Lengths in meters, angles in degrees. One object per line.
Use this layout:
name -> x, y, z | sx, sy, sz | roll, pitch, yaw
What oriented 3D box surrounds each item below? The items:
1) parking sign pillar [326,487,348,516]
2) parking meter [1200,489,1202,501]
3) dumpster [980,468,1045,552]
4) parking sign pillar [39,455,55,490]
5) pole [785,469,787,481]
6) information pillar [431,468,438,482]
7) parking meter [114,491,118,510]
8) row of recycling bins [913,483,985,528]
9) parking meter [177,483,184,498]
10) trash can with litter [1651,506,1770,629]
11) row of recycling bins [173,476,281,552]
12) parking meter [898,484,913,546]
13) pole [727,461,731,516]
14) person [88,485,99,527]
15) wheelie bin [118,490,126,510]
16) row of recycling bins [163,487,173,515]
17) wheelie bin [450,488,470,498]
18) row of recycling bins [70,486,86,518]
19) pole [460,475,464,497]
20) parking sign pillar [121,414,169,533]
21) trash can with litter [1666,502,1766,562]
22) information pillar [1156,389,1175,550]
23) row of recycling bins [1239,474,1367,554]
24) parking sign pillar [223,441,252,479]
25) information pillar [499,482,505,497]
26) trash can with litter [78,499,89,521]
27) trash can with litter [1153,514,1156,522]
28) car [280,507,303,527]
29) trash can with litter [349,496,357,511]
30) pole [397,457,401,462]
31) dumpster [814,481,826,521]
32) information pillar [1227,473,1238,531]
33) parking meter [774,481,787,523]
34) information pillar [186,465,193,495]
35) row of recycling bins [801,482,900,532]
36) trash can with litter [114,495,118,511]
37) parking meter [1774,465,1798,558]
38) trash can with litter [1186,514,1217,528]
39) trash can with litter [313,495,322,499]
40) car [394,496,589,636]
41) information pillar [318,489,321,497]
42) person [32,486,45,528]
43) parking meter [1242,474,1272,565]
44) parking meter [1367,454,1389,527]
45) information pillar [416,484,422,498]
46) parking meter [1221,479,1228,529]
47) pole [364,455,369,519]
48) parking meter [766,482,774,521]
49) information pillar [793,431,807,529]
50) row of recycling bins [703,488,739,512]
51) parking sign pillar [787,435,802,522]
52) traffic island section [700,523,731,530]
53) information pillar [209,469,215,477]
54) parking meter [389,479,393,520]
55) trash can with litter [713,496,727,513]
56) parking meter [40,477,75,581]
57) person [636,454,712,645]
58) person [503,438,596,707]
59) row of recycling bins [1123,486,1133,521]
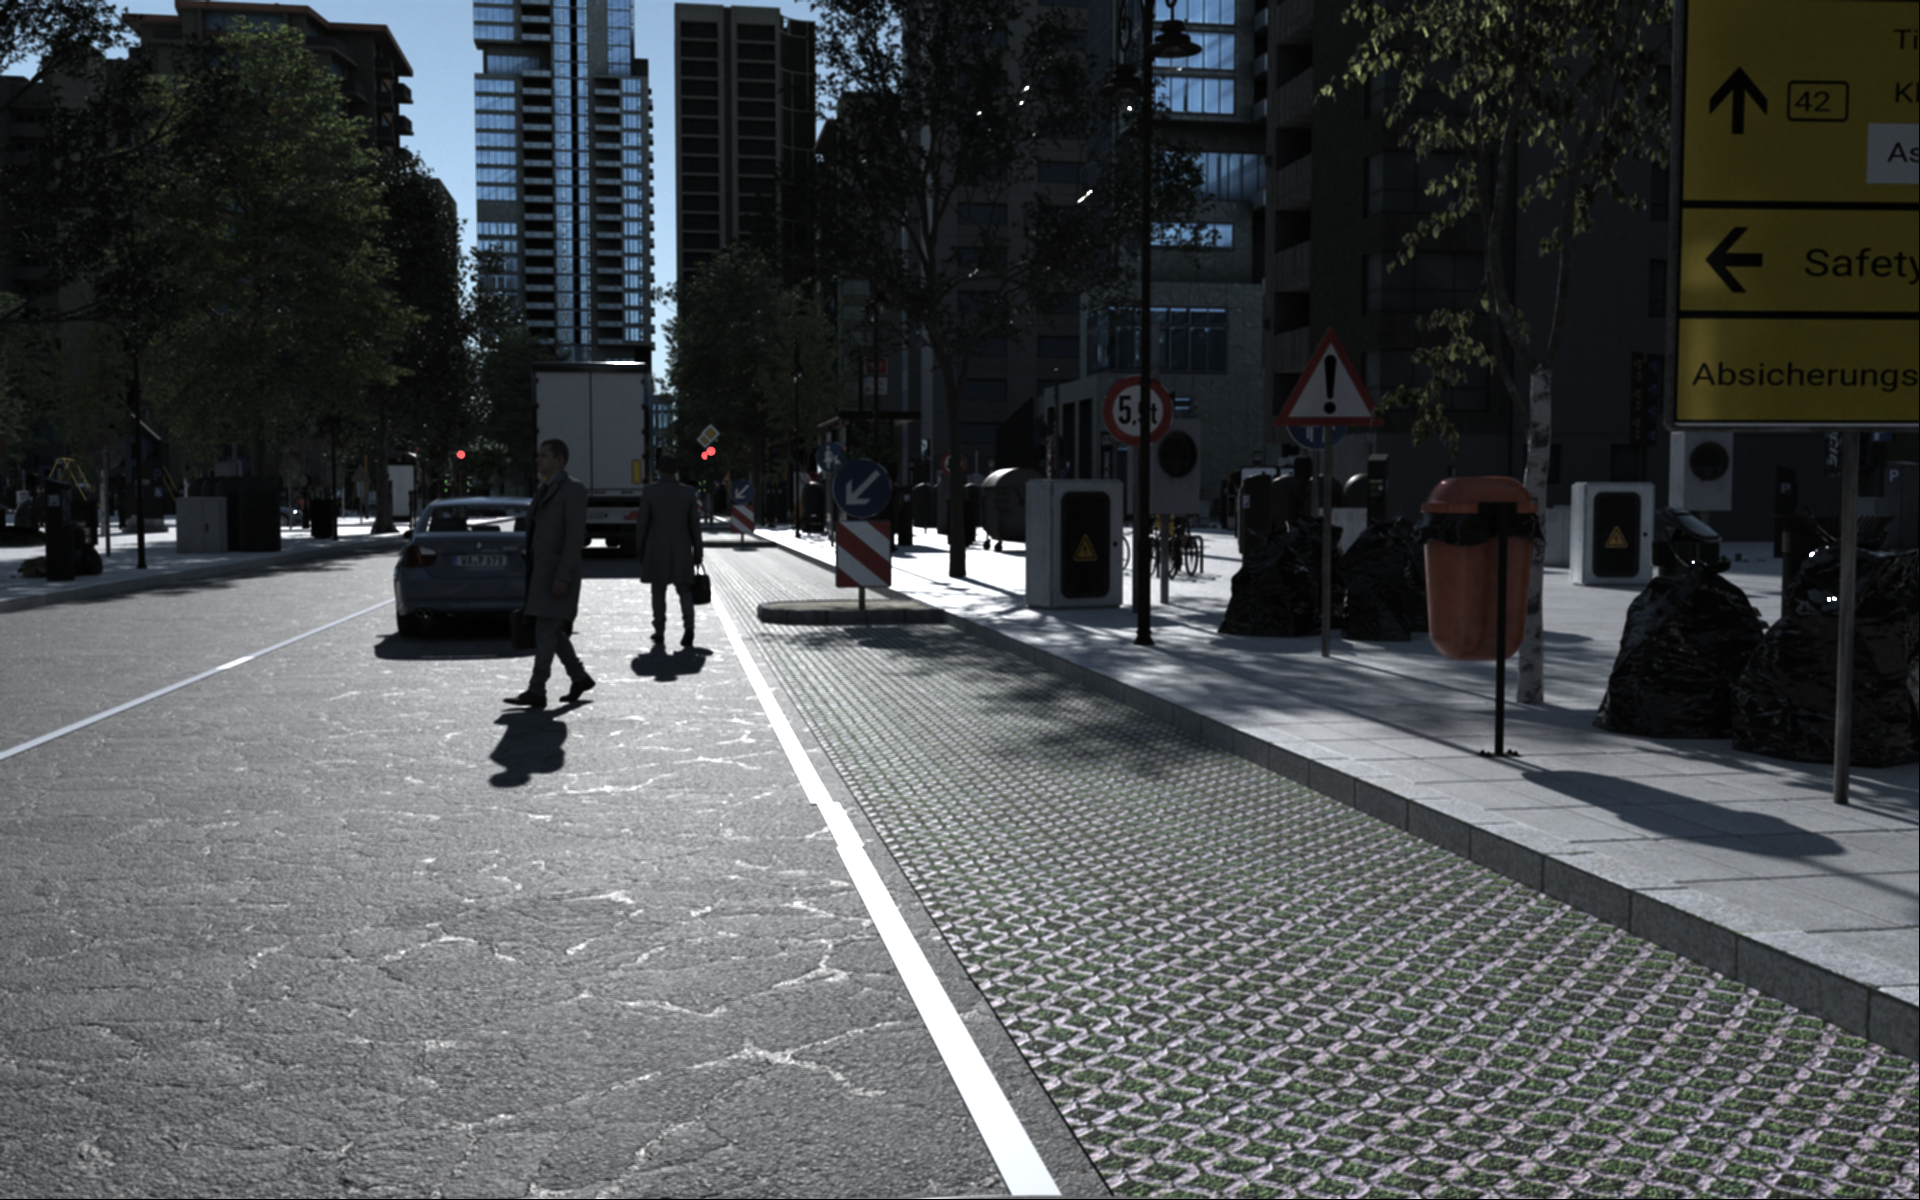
parking sign pillar -> -35.956, -6.790, 99.489 | 1.447, 3.967, 1.447 | -3, 5, -44
parking meter -> 11.701, -4.685, 85.012 | 0.372, 1.533, 0.369 | 0, 3, 0
dumpster -> 1.235, -2.036, 39.050 | 1.264, 1.857, 1.865 | -1, 4, -10
parking sign pillar -> -62.083, -7.931, 118.143 | 1.447, 3.967, 1.447 | -1, 4, -13
pole -> -10.239, -6.614, 101.987 | 0.158, 3.312, 0.155 | 0, 3, 0
information pillar -> -37.271, -8.054, 123.035 | 0.504, 3.616, 0.183 | -1, 4, -10
parking meter -> -68.662, -8.114, 141.066 | 0.372, 1.533, 0.369 | 0, 3, 0
row of recycling bins -> -0.415, -3.753, 68.478 | 1.069, 1.692, 3.534 | 3, 5, 44
parking meter -> -41.206, -5.256, 91.652 | 0.399, 1.863, 0.255 | -2, 4, -26
trash can with litter -> 6.959, -0.284, 16.033 | 0.624, 1.170, 1.055 | -3, 4, -37
row of recycling bins -> -16.585, -1.978, 39.448 | 3.534, 1.692, 1.069 | 3, 5, 44
parking meter -> -1.361, -2.119, 43.055 | 0.372, 1.533, 0.369 | 0, 3, 0
pole -> -13.581, -6.605, 101.834 | 0.158, 3.312, 0.155 | 0, 3, 0
person -> -34.290, -3.641, 68.455 | 0.576, 1.772, 0.534 | 1, 4, 16
wheelie bin -> -41.097, -4.748, 85.538 | 0.980, 1.594, 0.693 | 0, 4, 5
row of recycling bins -> -49.414, -6.105, 106.927 | 1.069, 1.692, 3.534 | 1, 4, 19
wheelie bin -> -24.482, -4.709, 84.897 | 0.980, 1.594, 0.693 | -1, 4, -18
row of recycling bins -> -48.764, -5.336, 94.358 | 3.534, 1.692, 1.069 | 3, 5, 39
pole -> -21.841, -5.019, 75.909 | 0.158, 3.312, 0.155 | 0, 3, 0
parking sign pillar -> -27.292, -4.247, 57.911 | 1.447, 3.967, 1.447 | 2, 4, 24
trash can with litter -> 14.274, -1.362, 33.334 | 2.233, 1.210, 1.678 | 2, 4, 31
information pillar -> 4.587, -2.890, 38.611 | 0.504, 3.616, 0.183 | -2, 4, -34
row of recycling bins -> 7.305, -1.788, 36.343 | 1.069, 1.692, 3.534 | -3, 5, -42
parking sign pillar -> -36.725, -6.092, 88.084 | 1.447, 3.967, 1.447 | 3, 5, 43
information pillar -> -27.899, -6.179, 105.518 | 0.304, 2.012, 0.304 | -2, 4, -24
trash can with litter -> -41.957, -4.383, 83.047 | 1.055, 1.170, 0.624 | 0, 4, -2
trash can with litter -> 9.273, -4.219, 80.375 | 1.055, 1.170, 0.624 | 3, 5, 39
car -> -29.096, -3.585, 70.625 | 4.499, 1.417, 2.014 | -1, 4, -10
trash can with litter -> -46.732, -7.505, 134.101 | 1.055, 1.170, 0.624 | -1, 4, -17
pole -> -28.160, -5.701, 87.061 | 0.158, 3.312, 0.155 | 0, 3, 0
dumpster -> -6.397, -4.413, 77.908 | 1.264, 1.857, 1.865 | -1, 4, -10
information pillar -> 9.564, -3.452, 60.935 | 0.304, 2.012, 0.304 | 1, 4, 12
parking meter -> -7.901, -4.347, 76.780 | 0.399, 1.863, 0.255 | 2, 4, 35
information pillar -> -60.933, -8.907, 136.989 | 0.504, 3.616, 0.183 | -1, 4, -19
row of recycling bins -> -3.660, -3.139, 58.439 | 3.534, 1.692, 1.069 | 1, 4, 12
trash can with litter -> -65.141, -7.510, 133.842 | 1.678, 1.210, 2.233 | -3, 5, -44
parking meter -> 16.600, -1.779, 34.804 | 0.399, 1.863, 0.255 | 2, 4, 28
trash can with litter -> 9.047, -3.319, 65.321 | 2.233, 1.210, 1.678 | 3, 5, 45
trash can with litter -> -40.470, -5.929, 107.997 | 2.233, 1.210, 1.678 | -3, 4, -36
car -> -5.090, -0.423, 18.920 | 2.014, 1.417, 4.499 | -1, 4, -11
information pillar -> -52.694, -8.457, 142.766 | 0.304, 2.012, 0.304 | 1, 4, 15
person -> -36.362, -3.678, 68.411 | 0.659, 1.850, 0.755 | 0, 4, 2
parking meter -> 3.854, -0.860, 22.478 | 0.372, 1.533, 0.369 | 0, 3, 0
parking meter -> 6.054, -1.188, 25.132 | 0.255, 1.863, 0.399 | 1, 4, 21
information pillar -> -35.318, -6.642, 113.083 | 0.304, 2.012, 0.304 | -2, 4, -34
parking meter -> 9.744, -3.520, 63.262 | 0.399, 1.863, 0.255 | 1, 4, 23
pole -> -30.647, -5.845, 89.413 | 0.158, 3.312, 0.155 | 0, 3, 0
parking meter -> -8.859, -4.609, 81.075 | 0.399, 1.863, 0.255 | 3, 5, 39
information pillar -> -5.967, -4.474, 64.507 | 0.504, 3.616, 0.183 | -1, 4, -16
row of recycling bins -> -19.224, -8.362, 143.827 | 3.534, 1.692, 1.069 | -2, 4, -27
parking sign pillar -> -7.683, -5.570, 79.548 | 1.447, 3.967, 1.447 | -1, 4, -12
traffic island section -> -11.272, -3.346, 76.989 | 2.009, 0.180, 2.903 | -1, 4, -10
information pillar -> -21.551, -2.800, 50.276 | 0.304, 2.012, 0.304 | 2, 4, 33
parking meter -> -22.017, -3.726, 66.632 | 0.255, 1.863, 0.399 | 0, 4, 2
trash can with litter -> -16.513, -6.563, 118.700 | 1.055, 1.170, 0.624 | 0, 4, 0
parking meter -> -13.363, -1.057, 25.690 | 0.372, 1.533, 0.369 | 0, 3, 0
person -> -2.761, -0.488, 16.586 | 0.694, 1.812, 0.767 | -1, 4, -20
person -> -2.802, -0.195, 11.790 | 0.767, 1.812, 0.694 | -3, 4, -37
row of recycling bins -> 7.333, -4.674, 83.531 | 1.069, 1.692, 3.534 | 2, 4, 29
